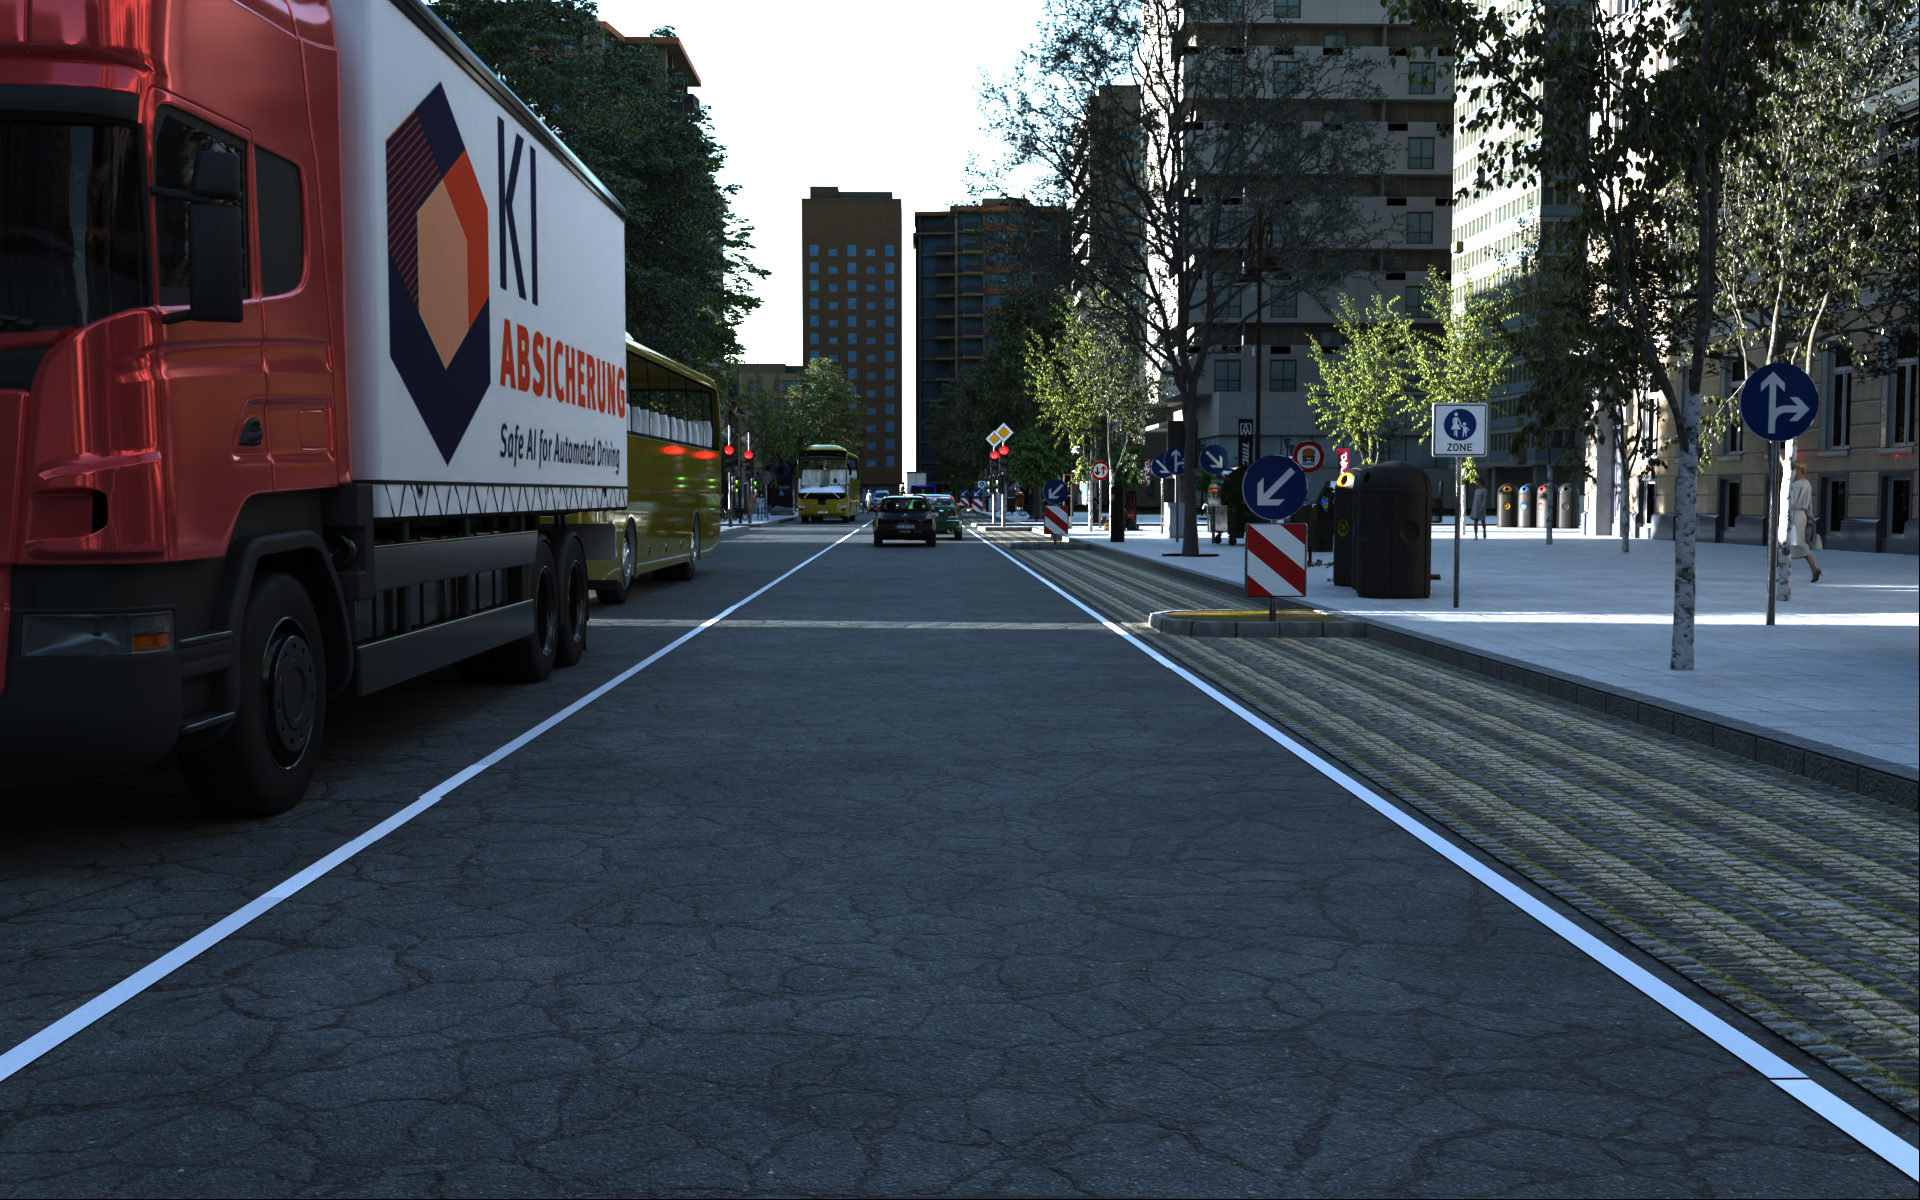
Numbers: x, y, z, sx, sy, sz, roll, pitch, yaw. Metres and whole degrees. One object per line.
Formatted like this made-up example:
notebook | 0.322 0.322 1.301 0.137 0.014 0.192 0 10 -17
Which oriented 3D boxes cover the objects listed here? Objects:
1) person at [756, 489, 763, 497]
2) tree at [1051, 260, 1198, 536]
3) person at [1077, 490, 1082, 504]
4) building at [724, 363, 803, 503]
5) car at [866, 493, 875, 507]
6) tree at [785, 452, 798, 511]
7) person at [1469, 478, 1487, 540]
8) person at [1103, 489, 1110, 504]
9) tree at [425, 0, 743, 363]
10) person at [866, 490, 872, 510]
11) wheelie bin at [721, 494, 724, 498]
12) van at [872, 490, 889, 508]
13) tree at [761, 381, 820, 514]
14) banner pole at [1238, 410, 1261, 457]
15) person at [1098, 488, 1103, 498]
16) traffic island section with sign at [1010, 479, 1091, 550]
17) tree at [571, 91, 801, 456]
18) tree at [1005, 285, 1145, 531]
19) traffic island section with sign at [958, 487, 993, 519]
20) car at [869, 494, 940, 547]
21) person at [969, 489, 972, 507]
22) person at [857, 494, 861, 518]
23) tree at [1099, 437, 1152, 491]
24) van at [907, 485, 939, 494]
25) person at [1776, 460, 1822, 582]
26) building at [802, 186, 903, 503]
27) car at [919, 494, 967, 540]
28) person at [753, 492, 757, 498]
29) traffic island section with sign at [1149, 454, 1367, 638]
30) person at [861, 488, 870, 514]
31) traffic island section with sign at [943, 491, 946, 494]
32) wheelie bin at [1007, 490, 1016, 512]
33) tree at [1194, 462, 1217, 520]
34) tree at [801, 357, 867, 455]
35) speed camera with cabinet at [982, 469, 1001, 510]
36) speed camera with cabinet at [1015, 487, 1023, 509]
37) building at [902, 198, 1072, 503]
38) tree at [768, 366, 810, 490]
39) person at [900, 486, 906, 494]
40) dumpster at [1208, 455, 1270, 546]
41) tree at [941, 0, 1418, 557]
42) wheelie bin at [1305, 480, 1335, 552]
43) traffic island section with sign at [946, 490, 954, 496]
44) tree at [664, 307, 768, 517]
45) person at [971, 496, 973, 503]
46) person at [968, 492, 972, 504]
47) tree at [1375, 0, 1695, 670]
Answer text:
person | -19.617 -10.024 170.649 1.217 1.743 0.721 2 4 33
tree | 4.877 -6.266 52.809 4.360 8.622 3.978 0 3 0
person | 12.041 -10.247 174.256 0.621 1.740 0.551 3 4 38
building | -37.330 -25.459 261.292 28.899 21.520 27.650 0 4 -1
car | -9.476 -11.073 190.630 1.945 1.707 3.694 0 4 0
tree | -12.238 -8.838 128.211 4.285 4.588 4.351 0 3 0
person | 14.511 -2.543 48.374 0.466 1.731 0.760 2 4 29
person | 13.428 -9.080 155.181 1.217 1.739 0.721 0 4 -3
tree | -9.481 -8.133 39.629 9.857 13.997 8.962 0 3 0
person | -7.563 -8.345 145.160 0.641 1.798 0.478 -2 4 -31
wheelie bin | -10.896 -4.183 76.306 0.980 1.594 0.693 -1 4 -9
van | -8.207 -10.666 181.402 2.013 2.044 4.112 0 4 -2
tree | -10.822 -9.892 112.097 4.360 8.622 3.978 0 3 0
banner pole | 8.523 -3.717 50.795 0.863 3.779 0.401 -1 4 -13
person | 12.871 -9.365 158.796 0.705 1.869 1.348 1 4 19
traffic island section with sign | 2.325 -2.229 45.074 1.989 1.847 2.006 0 4 -1
tree | -9.259 -8.036 49.513 7.486 12.596 7.792 0 3 0
tree | 4.244 -6.660 59.248 4.737 8.622 4.395 0 3 0
traffic island section with sign | 0.874 -5.650 101.009 1.989 1.847 2.006 0 4 -1
car | -1.554 -2.362 48.406 2.009 1.686 4.222 0 4 -2
person | 1.115 -10.018 170.540 0.721 1.736 1.217 1 4 21
person | -6.212 -5.771 103.445 0.643 1.750 0.593 0 4 -2
tree | 9.399 -7.083 99.514 4.285 4.588 4.351 0 3 0
van | -2.549 -7.024 119.221 2.240 2.365 5.245 0 4 -1
person | 12.167 -1.146 25.127 0.694 1.780 0.624 -2 4 -27
building | -15.623 -36.983 254.775 14.200 45.320 14.600 0 4 -1
car | -0.834 -2.663 55.335 2.131 1.459 4.920 0 4 0
person | -26.001 -13.010 219.436 0.721 1.739 1.217 -1 4 -18
traffic island section with sign | 3.031 -0.581 18.128 1.989 1.847 2.006 0 4 -1
person | -6.787 -7.056 123.734 0.748 1.841 0.638 -1 4 -12
traffic island section with sign | -1.111 -10.345 177.776 1.989 1.847 2.006 0 4 -1
wheelie bin | 3.693 -7.183 125.352 0.980 1.594 0.693 0 4 7
tree | 12.974 -5.879 90.730 1.663 3.219 1.824 0 3 0
tree | -11.171 -13.767 143.222 7.486 12.596 7.792 0 3 0
speed camera with cabinet | 2.497 -8.673 136.140 2.038 3.252 0.660 -2 4 -31
speed camera with cabinet | 4.940 -9.295 146.313 0.660 3.252 2.038 2 4 27
building | 5.809 -36.963 258.971 28.867 44.769 22.147 0 4 -1
tree | -10.770 -9.027 97.959 4.737 8.622 4.395 0 3 0
person | -3.552 -5.963 105.359 0.474 1.900 0.648 -3 5 -40
dumpster | 7.137 -2.515 43.610 1.502 2.255 1.985 0 4 -1
tree | 4.687 -7.650 35.442 12.009 13.543 11.850 0 3 0
wheelie bin | 7.979 -1.881 38.664 0.693 1.594 0.980 -2 4 -31
traffic island section with sign | 0.166 -7.346 128.732 1.989 1.847 2.006 0 4 -1
tree | -9.843 -6.821 61.886 4.737 8.622 4.395 0 3 0
person | 1.316 -10.281 174.865 0.721 1.736 1.217 3 5 42
person | 1.431 -13.514 227.020 1.348 1.821 0.705 1 4 17
tree | 5.125 -3.806 12.592 4.360 8.622 3.978 0 3 0
